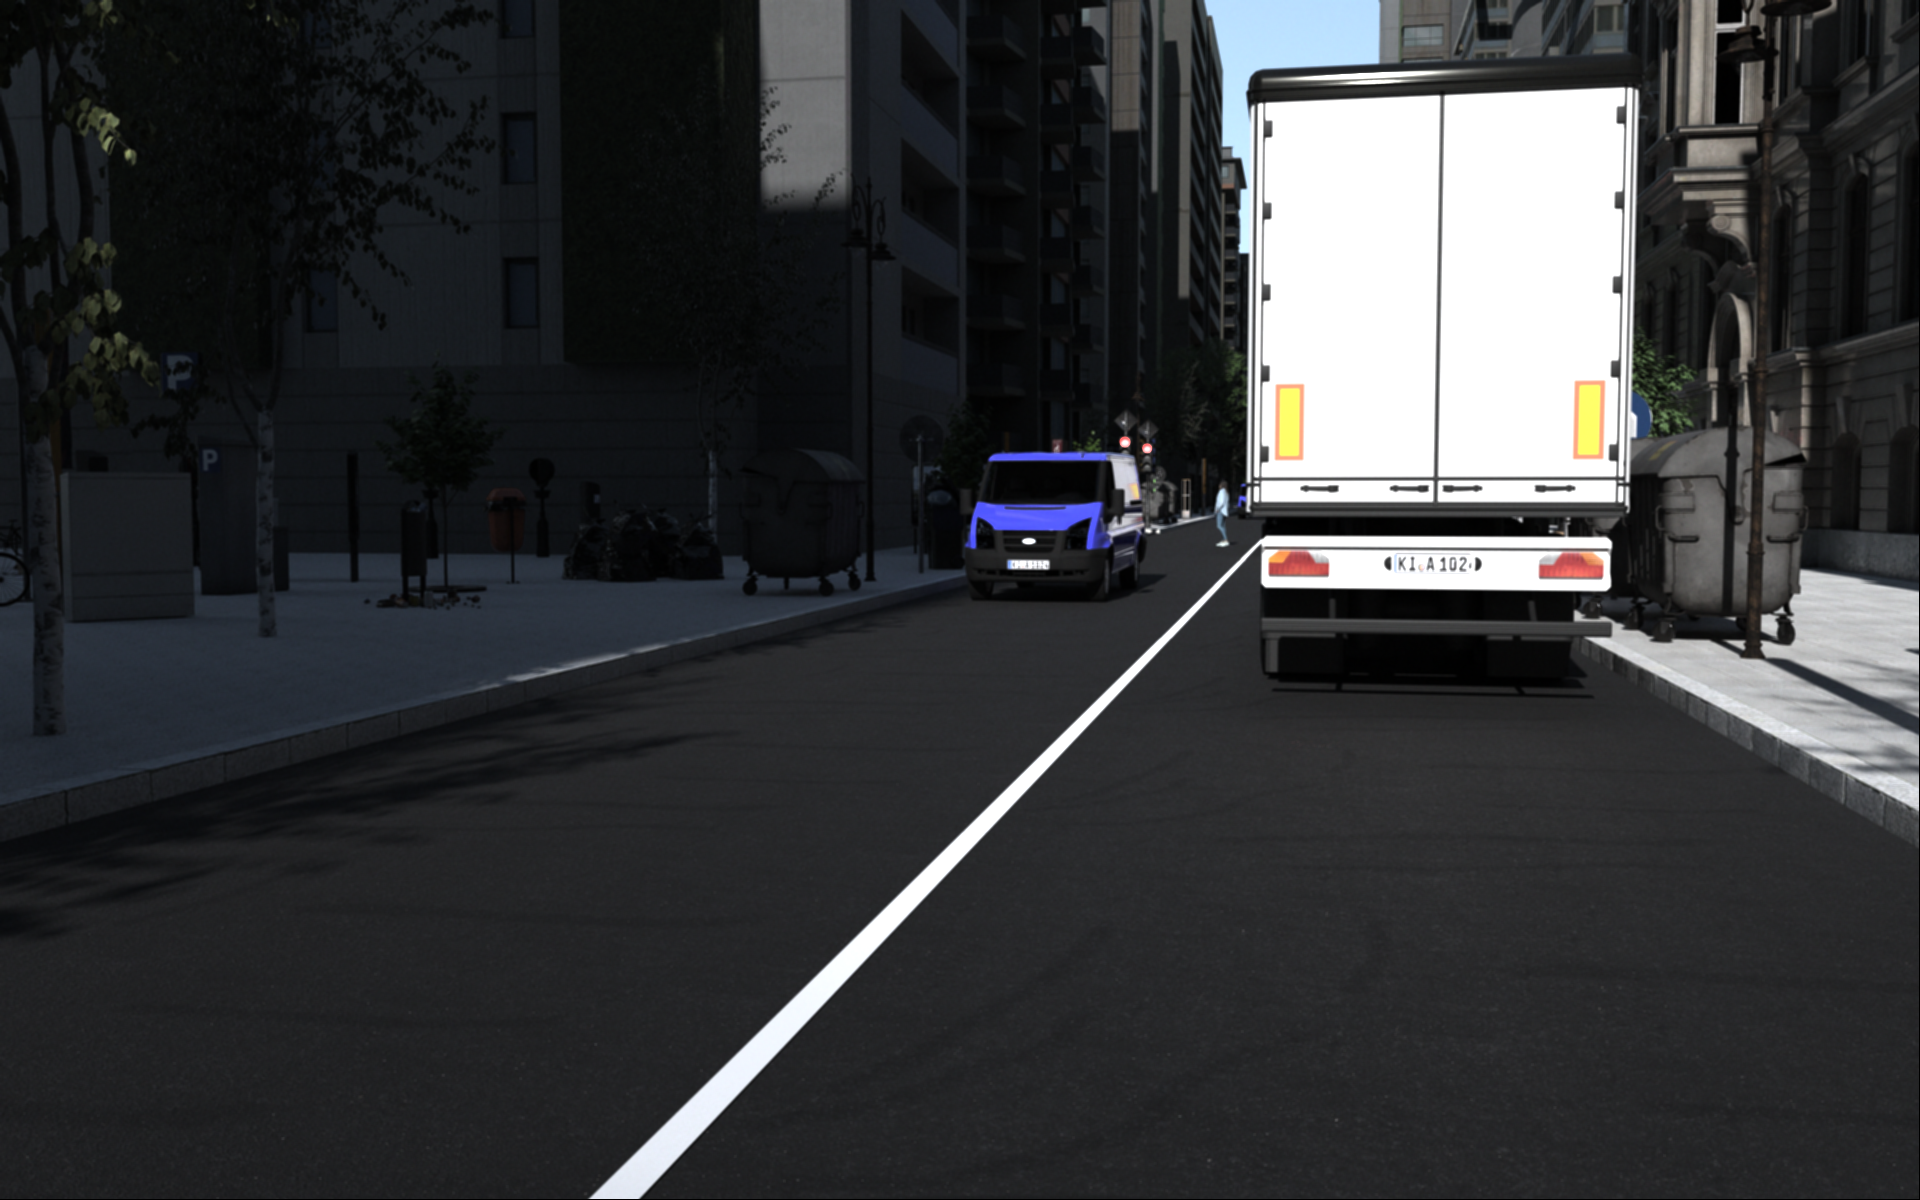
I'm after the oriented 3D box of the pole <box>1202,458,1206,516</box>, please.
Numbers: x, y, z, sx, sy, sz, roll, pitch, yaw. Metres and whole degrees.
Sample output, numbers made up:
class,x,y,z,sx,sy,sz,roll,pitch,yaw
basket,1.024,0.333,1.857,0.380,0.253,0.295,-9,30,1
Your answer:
class,x,y,z,sx,sy,sz,roll,pitch,yaw
pole,13.966,-6.446,99.240,0.158,3.312,0.155,0,3,0

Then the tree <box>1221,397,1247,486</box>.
class,x,y,z,sx,sy,sz,roll,pitch,yaw
tree,36.212,-18.762,213.410,9.857,13.997,8.962,0,3,0

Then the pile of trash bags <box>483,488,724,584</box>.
class,x,y,z,sx,sy,sz,roll,pitch,yaw
pile of trash bags,-5.358,-0.982,25.815,3.447,1.369,1.912,-2,4,-32

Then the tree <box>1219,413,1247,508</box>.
class,x,y,z,sx,sy,sz,roll,pitch,yaw
tree,20.173,-11.212,133.683,4.360,8.622,3.978,0,3,0

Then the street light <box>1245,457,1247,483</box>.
class,x,y,z,sx,sy,sz,roll,pitch,yaw
street light,30.038,-12.774,181.640,0.468,5.910,1.993,1,4,11

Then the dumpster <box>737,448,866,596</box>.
class,x,y,z,sx,sy,sz,roll,pitch,yaw
dumpster,-2.040,-1.020,22.435,1.264,1.857,1.865,1,4,11

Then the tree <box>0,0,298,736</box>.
class,x,y,z,sx,sy,sz,roll,pitch,yaw
tree,-4.983,-3.574,8.797,4.737,8.622,4.395,0,3,0

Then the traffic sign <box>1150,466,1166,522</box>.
class,x,y,z,sx,sy,sz,roll,pitch,yaw
traffic sign,9.025,-4.836,79.182,0.768,2.556,0.104,1,4,20

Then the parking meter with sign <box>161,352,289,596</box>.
class,x,y,z,sx,sy,sz,roll,pitch,yaw
parking meter with sign,-9.335,-1.584,22.166,0.543,3.016,1.738,1,4,16

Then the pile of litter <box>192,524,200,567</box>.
class,x,y,z,sx,sy,sz,roll,pitch,yaw
pile of litter,-13.838,-1.034,30.877,1.719,0.858,1.176,0,4,-1

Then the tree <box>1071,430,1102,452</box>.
class,x,y,z,sx,sy,sz,roll,pitch,yaw
tree,4.042,-3.523,52.200,1.663,3.219,1.824,0,3,0

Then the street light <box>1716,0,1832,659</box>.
class,x,y,z,sx,sy,sz,roll,pitch,yaw
street light,6.205,-2.483,13.377,0.468,5.910,1.993,1,4,11

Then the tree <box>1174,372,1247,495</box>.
class,x,y,z,sx,sy,sz,roll,pitch,yaw
tree,18.982,-11.651,124.899,7.601,10.594,8.767,0,4,-2

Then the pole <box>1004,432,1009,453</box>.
class,x,y,z,sx,sy,sz,roll,pitch,yaw
pole,1.538,-3.857,56.898,0.158,3.312,0.155,0,3,0

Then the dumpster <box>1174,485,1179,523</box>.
class,x,y,z,sx,sy,sz,roll,pitch,yaw
dumpster,9.034,-4.364,77.108,1.264,1.857,1.865,1,4,11

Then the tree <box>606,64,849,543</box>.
class,x,y,z,sx,sy,sz,roll,pitch,yaw
tree,-4.207,-4.924,30.872,4.360,8.622,3.978,0,3,0

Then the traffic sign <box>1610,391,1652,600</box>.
class,x,y,z,sx,sy,sz,roll,pitch,yaw
traffic sign,7.960,-1.279,21.011,0.768,2.556,0.104,1,4,12

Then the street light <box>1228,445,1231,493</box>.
class,x,y,z,sx,sy,sz,roll,pitch,yaw
street light,21.742,-10.240,140.219,0.468,5.910,1.993,1,4,11

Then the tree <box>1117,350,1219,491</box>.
class,x,y,z,sx,sy,sz,roll,pitch,yaw
tree,10.786,-8.522,89.696,4.360,8.622,3.978,0,3,0

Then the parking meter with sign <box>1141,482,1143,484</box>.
class,x,y,z,sx,sy,sz,roll,pitch,yaw
parking meter with sign,11.143,-6.828,107.906,1.738,3.016,0.543,2,4,23

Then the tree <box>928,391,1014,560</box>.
class,x,y,z,sx,sy,sz,roll,pitch,yaw
tree,0.240,-2.319,32.520,1.663,3.219,1.824,0,3,0

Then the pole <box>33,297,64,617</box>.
class,x,y,z,sx,sy,sz,roll,pitch,yaw
pole,-9.460,-1.478,18.005,0.158,3.312,0.155,0,3,0

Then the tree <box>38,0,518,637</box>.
class,x,y,z,sx,sy,sz,roll,pitch,yaw
tree,-6.216,-3.989,15.590,4.360,8.622,3.978,0,3,0

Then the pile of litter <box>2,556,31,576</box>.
class,x,y,z,sx,sy,sz,roll,pitch,yaw
pile of litter,-14.755,-0.864,28.093,1.176,0.858,1.719,2,4,30

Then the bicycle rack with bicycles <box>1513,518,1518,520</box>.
class,x,y,z,sx,sy,sz,roll,pitch,yaw
bicycle rack with bicycles,29.938,-5.179,98.060,2.852,0.926,2.925,1,4,15

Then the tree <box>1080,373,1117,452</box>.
class,x,y,z,sx,sy,sz,roll,pitch,yaw
tree,7.620,-9.374,103.631,4.360,8.622,3.978,0,3,0

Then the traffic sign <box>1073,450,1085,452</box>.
class,x,y,z,sx,sy,sz,roll,pitch,yaw
traffic sign,3.437,-3.055,50.055,0.768,2.556,0.104,1,4,14

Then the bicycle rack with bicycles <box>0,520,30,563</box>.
class,x,y,z,sx,sy,sz,roll,pitch,yaw
bicycle rack with bicycles,-18.747,-1.324,35.029,2.852,0.926,2.925,1,4,13

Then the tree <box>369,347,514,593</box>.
class,x,y,z,sx,sy,sz,roll,pitch,yaw
tree,-6.877,-1.736,22.984,1.663,3.219,1.824,0,3,0

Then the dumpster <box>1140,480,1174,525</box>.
class,x,y,z,sx,sy,sz,roll,pitch,yaw
dumpster,8.202,-4.114,73.015,1.264,1.857,1.865,1,4,11

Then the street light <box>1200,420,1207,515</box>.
class,x,y,z,sx,sy,sz,roll,pitch,yaw
street light,14.922,-8.179,106.512,0.468,5.910,1.993,1,4,11

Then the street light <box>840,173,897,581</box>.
class,x,y,z,sx,sy,sz,roll,pitch,yaw
street light,-1.324,-3.216,25.376,0.468,5.910,1.993,1,4,11

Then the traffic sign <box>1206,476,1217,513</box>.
class,x,y,z,sx,sy,sz,roll,pitch,yaw
traffic sign,17.339,-7.308,119.598,0.768,2.556,0.104,1,4,16

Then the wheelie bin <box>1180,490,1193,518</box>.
class,x,y,z,sx,sy,sz,roll,pitch,yaw
wheelie bin,12.130,-5.191,92.781,0.693,1.594,0.980,0,4,2

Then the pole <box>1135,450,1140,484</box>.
class,x,y,z,sx,sy,sz,roll,pitch,yaw
pole,8.222,-5.286,80.275,0.158,3.312,0.155,0,3,0

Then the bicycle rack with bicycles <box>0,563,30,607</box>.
class,x,y,z,sx,sy,sz,roll,pitch,yaw
bicycle rack with bicycles,-11.687,-0.303,18.337,2.925,0.926,2.852,-1,4,-19

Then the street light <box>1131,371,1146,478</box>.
class,x,y,z,sx,sy,sz,roll,pitch,yaw
street light,6.709,-5.650,65.170,0.468,5.910,1.993,1,4,11

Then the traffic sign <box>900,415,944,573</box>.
class,x,y,z,sx,sy,sz,roll,pitch,yaw
traffic sign,-0.629,-1.706,28.002,0.768,2.556,0.104,1,4,19

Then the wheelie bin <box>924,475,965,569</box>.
class,x,y,z,sx,sy,sz,roll,pitch,yaw
wheelie bin,-0.260,-1.330,29.661,0.693,1.594,0.980,-1,4,-10

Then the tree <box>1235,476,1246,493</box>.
class,x,y,z,sx,sy,sz,roll,pitch,yaw
tree,30.365,-11.731,186.409,1.663,3.219,1.824,0,3,0

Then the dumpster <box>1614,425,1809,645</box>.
class,x,y,z,sx,sy,sz,roll,pitch,yaw
dumpster,6.713,-0.594,15.476,1.264,1.857,1.865,1,4,11

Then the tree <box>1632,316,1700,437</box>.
class,x,y,z,sx,sy,sz,roll,pitch,yaw
tree,10.515,-2.773,29.050,4.285,4.588,4.351,0,3,0

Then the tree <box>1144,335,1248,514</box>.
class,x,y,z,sx,sy,sz,roll,pitch,yaw
tree,15.523,-11.414,112.369,9.928,11.665,9.643,0,3,0

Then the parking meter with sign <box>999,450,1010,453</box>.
class,x,y,z,sx,sy,sz,roll,pitch,yaw
parking meter with sign,1.193,-4.466,69.272,0.543,3.016,1.738,-3,5,-45

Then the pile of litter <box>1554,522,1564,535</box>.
class,x,y,z,sx,sy,sz,roll,pitch,yaw
pile of litter,19.201,-2.431,53.707,1.719,0.858,1.176,2,4,34
